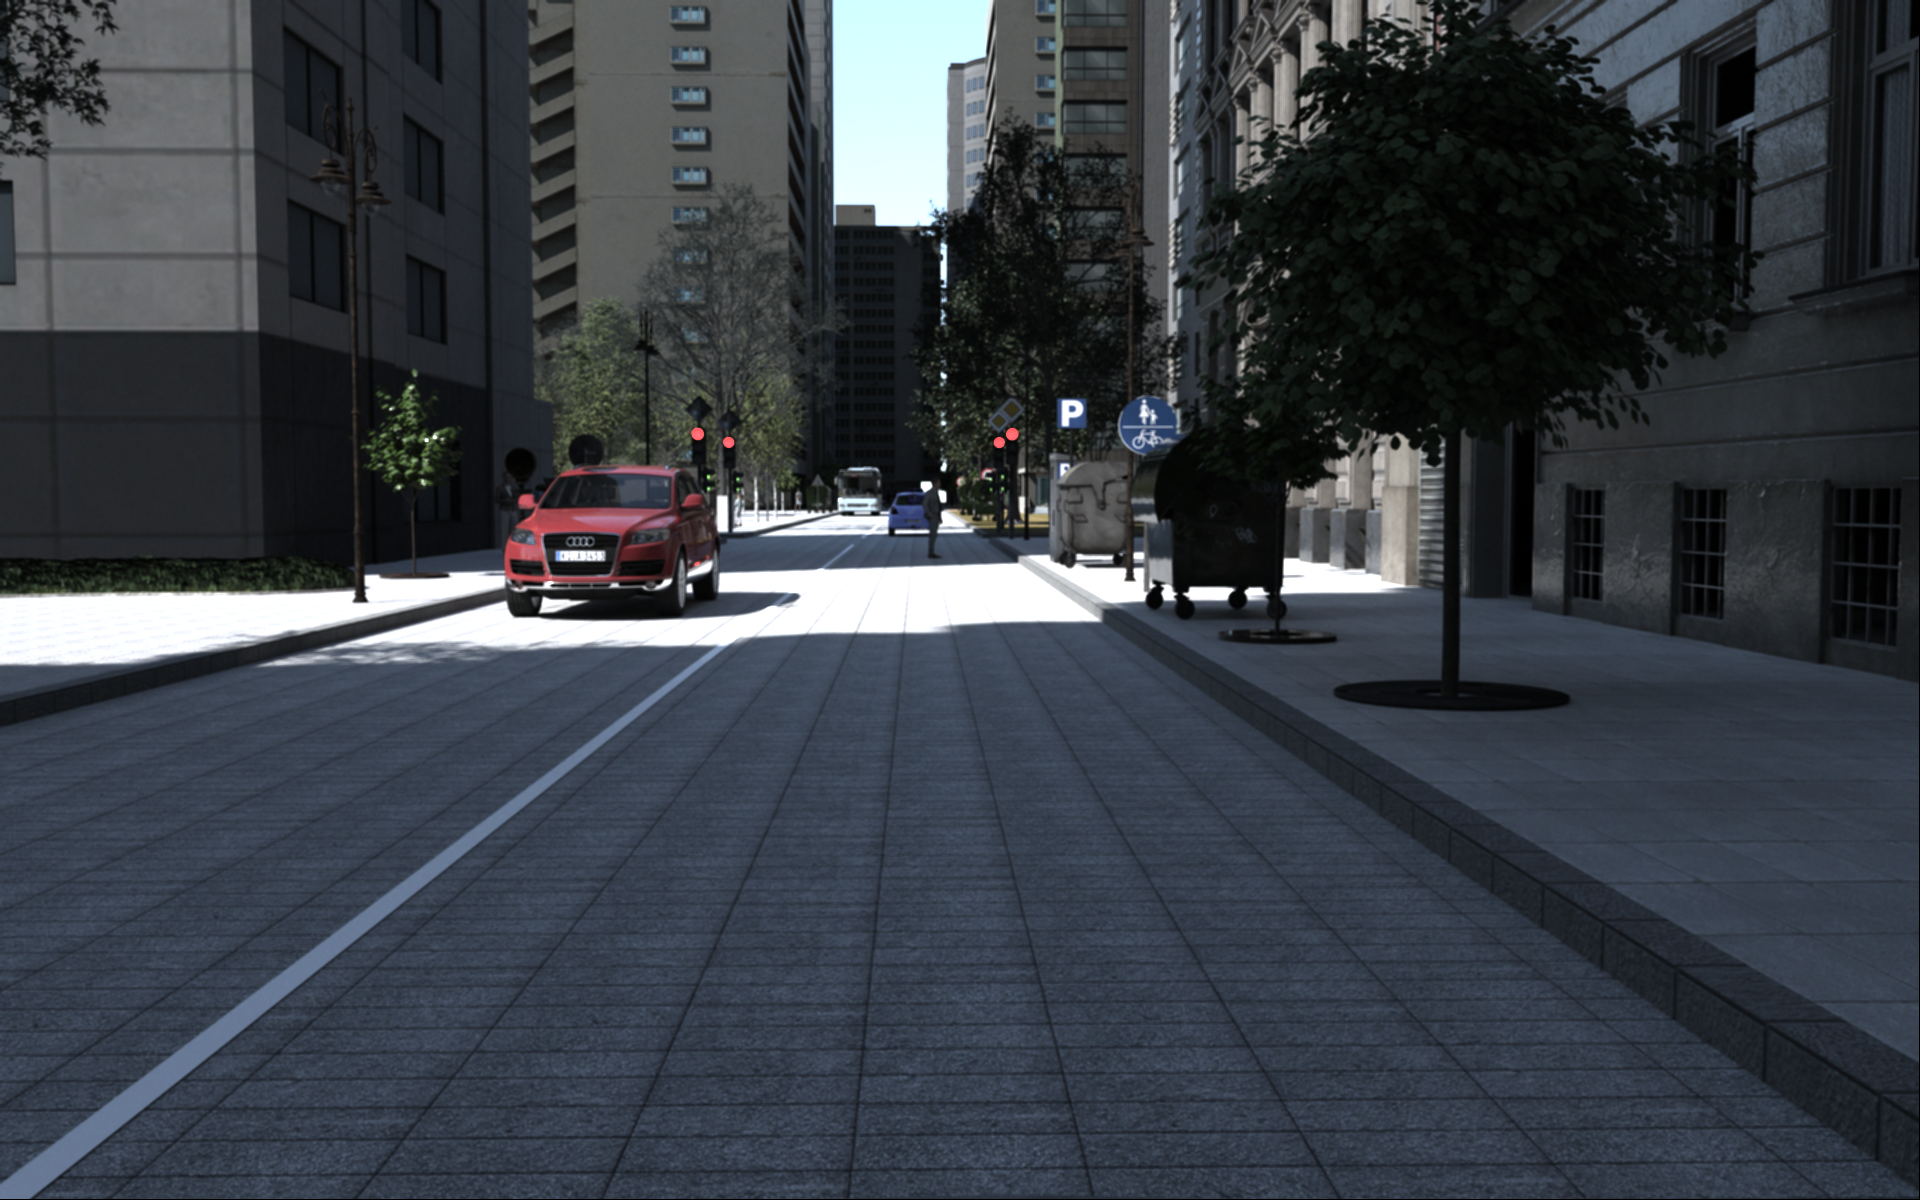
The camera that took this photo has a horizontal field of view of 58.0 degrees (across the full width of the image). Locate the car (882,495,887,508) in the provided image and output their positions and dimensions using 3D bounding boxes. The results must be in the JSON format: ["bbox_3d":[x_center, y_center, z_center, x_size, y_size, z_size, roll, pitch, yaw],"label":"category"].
[{"bbox_3d":[-8.573,-10.562,185.274,1.945,1.354,3.894,0,4,-2],"label":"car"}]

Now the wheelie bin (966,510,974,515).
[{"bbox_3d":[0.742,-6.016,106.272,0.980,1.594,0.693,1,4,13],"label":"wheelie bin"}]

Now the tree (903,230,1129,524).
[{"bbox_3d":[2.309,-9.573,73.525,9.611,12.733,9.660,0,3,0],"label":"tree"}]

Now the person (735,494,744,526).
[{"bbox_3d":[-8.777,-3.558,68.494,0.394,1.301,0.425,1,4,23],"label":"person"}]

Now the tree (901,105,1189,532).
[{"bbox_3d":[2.005,-6.597,42.276,7.601,10.594,8.767,0,4,4],"label":"tree"}]

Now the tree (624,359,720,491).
[{"bbox_3d":[-15.441,-8.693,92.494,4.360,8.622,3.978,0,3,0],"label":"tree"}]

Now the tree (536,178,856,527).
[{"bbox_3d":[-9.047,-9.555,66.597,12.009,13.543,11.850,0,3,0],"label":"tree"}]

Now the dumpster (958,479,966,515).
[{"bbox_3d":[0.633,-6.246,104.621,1.502,2.255,1.985,0,4,-2],"label":"dumpster"}]

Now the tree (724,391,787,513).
[{"bbox_3d":[-14.490,-10.061,114.860,4.360,8.622,3.978,0,3,0],"label":"tree"}]

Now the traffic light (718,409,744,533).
[{"bbox_3d":[-7.589,-4.181,57.273,0.839,4.253,0.868,0,4,-1],"label":"traffic light"}]

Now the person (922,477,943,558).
[{"bbox_3d":[-0.600,-1.851,38.855,0.391,1.810,0.635,1,4,13],"label":"person"}]

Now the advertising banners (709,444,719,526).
[{"bbox_3d":[-8.458,-3.886,59.725,0.090,3.025,2.074,0,4,1],"label":"advertising banners"}]

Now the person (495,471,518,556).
[{"bbox_3d":[-9.314,-1.782,35.732,0.362,1.759,0.519,3,5,43],"label":"person"}]

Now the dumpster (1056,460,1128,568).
[{"bbox_3d":[2.390,-1.518,30.584,1.264,1.857,1.865,0,4,-1],"label":"dumpster"}]

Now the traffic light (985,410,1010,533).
[{"bbox_3d":[1.269,-4.194,57.498,0.839,4.253,0.868,0,4,-1],"label":"traffic light"}]

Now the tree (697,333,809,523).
[{"bbox_3d":[-8.978,-7.719,76.567,4.737,8.622,4.395,0,3,0],"label":"tree"}]

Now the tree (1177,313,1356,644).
[{"bbox_3d":[2.917,-1.264,15.271,1.663,3.219,1.824,0,3,0],"label":"tree"}]

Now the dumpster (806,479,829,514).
[{"bbox_3d":[-9.477,-6.847,114.446,1.502,2.255,1.985,0,4,-1],"label":"dumpster"}]

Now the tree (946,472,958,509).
[{"bbox_3d":[-0.433,-9.301,146.669,1.663,3.219,1.824,0,3,0],"label":"tree"}]

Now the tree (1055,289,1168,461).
[{"bbox_3d":[5.217,-6.882,62.890,4.360,8.622,3.978,0,3,0],"label":"tree"}]

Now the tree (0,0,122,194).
[{"bbox_3d":[-7.965,-4.586,9.388,7.601,10.594,8.767,-3,5,-42],"label":"tree"}]

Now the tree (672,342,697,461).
[{"bbox_3d":[-12.448,-8.108,82.928,4.737,8.622,4.395,0,3,0],"label":"tree"}]

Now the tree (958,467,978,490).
[{"bbox_3d":[0.900,-7.257,113.252,1.663,3.219,1.824,0,3,0],"label":"tree"}]

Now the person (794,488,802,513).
[{"bbox_3d":[-10.990,-6.780,117.898,0.512,1.701,0.522,-1,4,-23],"label":"person"}]

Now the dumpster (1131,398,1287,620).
[{"bbox_3d":[2.684,-0.974,18.424,1.502,2.255,1.985,0,4,-1],"label":"dumpster"}]

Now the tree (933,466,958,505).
[{"bbox_3d":[-1.650,-13.343,201.863,4.285,4.588,4.351,0,3,0],"label":"tree"}]

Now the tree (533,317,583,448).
[{"bbox_3d":[-17.859,-7.371,70.871,4.360,8.622,3.978,0,3,0],"label":"tree"}]

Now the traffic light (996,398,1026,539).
[{"bbox_3d":[1.459,-3.706,49.516,0.839,4.253,0.868,0,4,-1],"label":"traffic light"}]

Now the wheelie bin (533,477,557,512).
[{"bbox_3d":[-7.395,-1.447,31.564,0.693,1.594,0.980,1,4,21],"label":"wheelie bin"}]

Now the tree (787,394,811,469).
[{"bbox_3d":[-13.097,-10.865,128.007,4.360,8.622,3.978,0,3,0],"label":"tree"}]

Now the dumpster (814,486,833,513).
[{"bbox_3d":[-9.477,-6.995,120.132,1.264,1.857,1.865,0,4,-1],"label":"dumpster"}]

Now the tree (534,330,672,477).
[{"bbox_3d":[-16.069,-7.708,76.389,4.737,8.622,4.395,0,3,0],"label":"tree"}]

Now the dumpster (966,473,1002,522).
[{"bbox_3d":[1.196,-4.781,80.663,1.502,2.255,1.985,0,4,-1],"label":"dumpster"}]

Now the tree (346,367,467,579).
[{"bbox_3d":[-8.311,-1.948,26.457,1.663,3.219,1.824,0,3,0],"label":"tree"}]

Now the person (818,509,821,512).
[{"bbox_3d":[-10.160,-6.989,124.985,0.362,1.253,0.373,0,4,8],"label":"person"}]

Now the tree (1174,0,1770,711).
[{"bbox_3d":[3.045,-1.661,10.875,4.285,4.588,4.351,0,3,0],"label":"tree"}]

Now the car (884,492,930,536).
[{"bbox_3d":[-1.651,-3.088,60.082,1.945,1.707,3.694,0,4,-3],"label":"car"}]

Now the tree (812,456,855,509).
[{"bbox_3d":[-10.892,-9.869,145.064,4.285,4.588,4.351,0,3,0],"label":"tree"}]

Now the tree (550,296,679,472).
[{"bbox_3d":[-19.896,-11.105,99.692,7.486,12.596,7.792,0,3,0],"label":"tree"}]

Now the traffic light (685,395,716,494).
[{"bbox_3d":[-7.400,-3.692,49.290,0.839,4.253,0.868,0,4,-1],"label":"traffic light"}]

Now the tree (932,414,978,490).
[{"bbox_3d":[0.304,-10.314,118.989,4.737,8.622,4.395,0,3,0],"label":"tree"}]

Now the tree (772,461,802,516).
[{"bbox_3d":[-10.288,-6.547,101.650,1.663,3.219,1.824,0,3,0],"label":"tree"}]

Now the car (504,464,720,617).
[{"bbox_3d":[-4.284,-0.812,21.955,2.281,1.827,5.304,0,4,-1],"label":"car"}]

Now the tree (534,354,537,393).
[{"bbox_3d":[-24.656,-12.375,112.696,12.009,13.543,11.850,0,3,0],"label":"tree"}]
